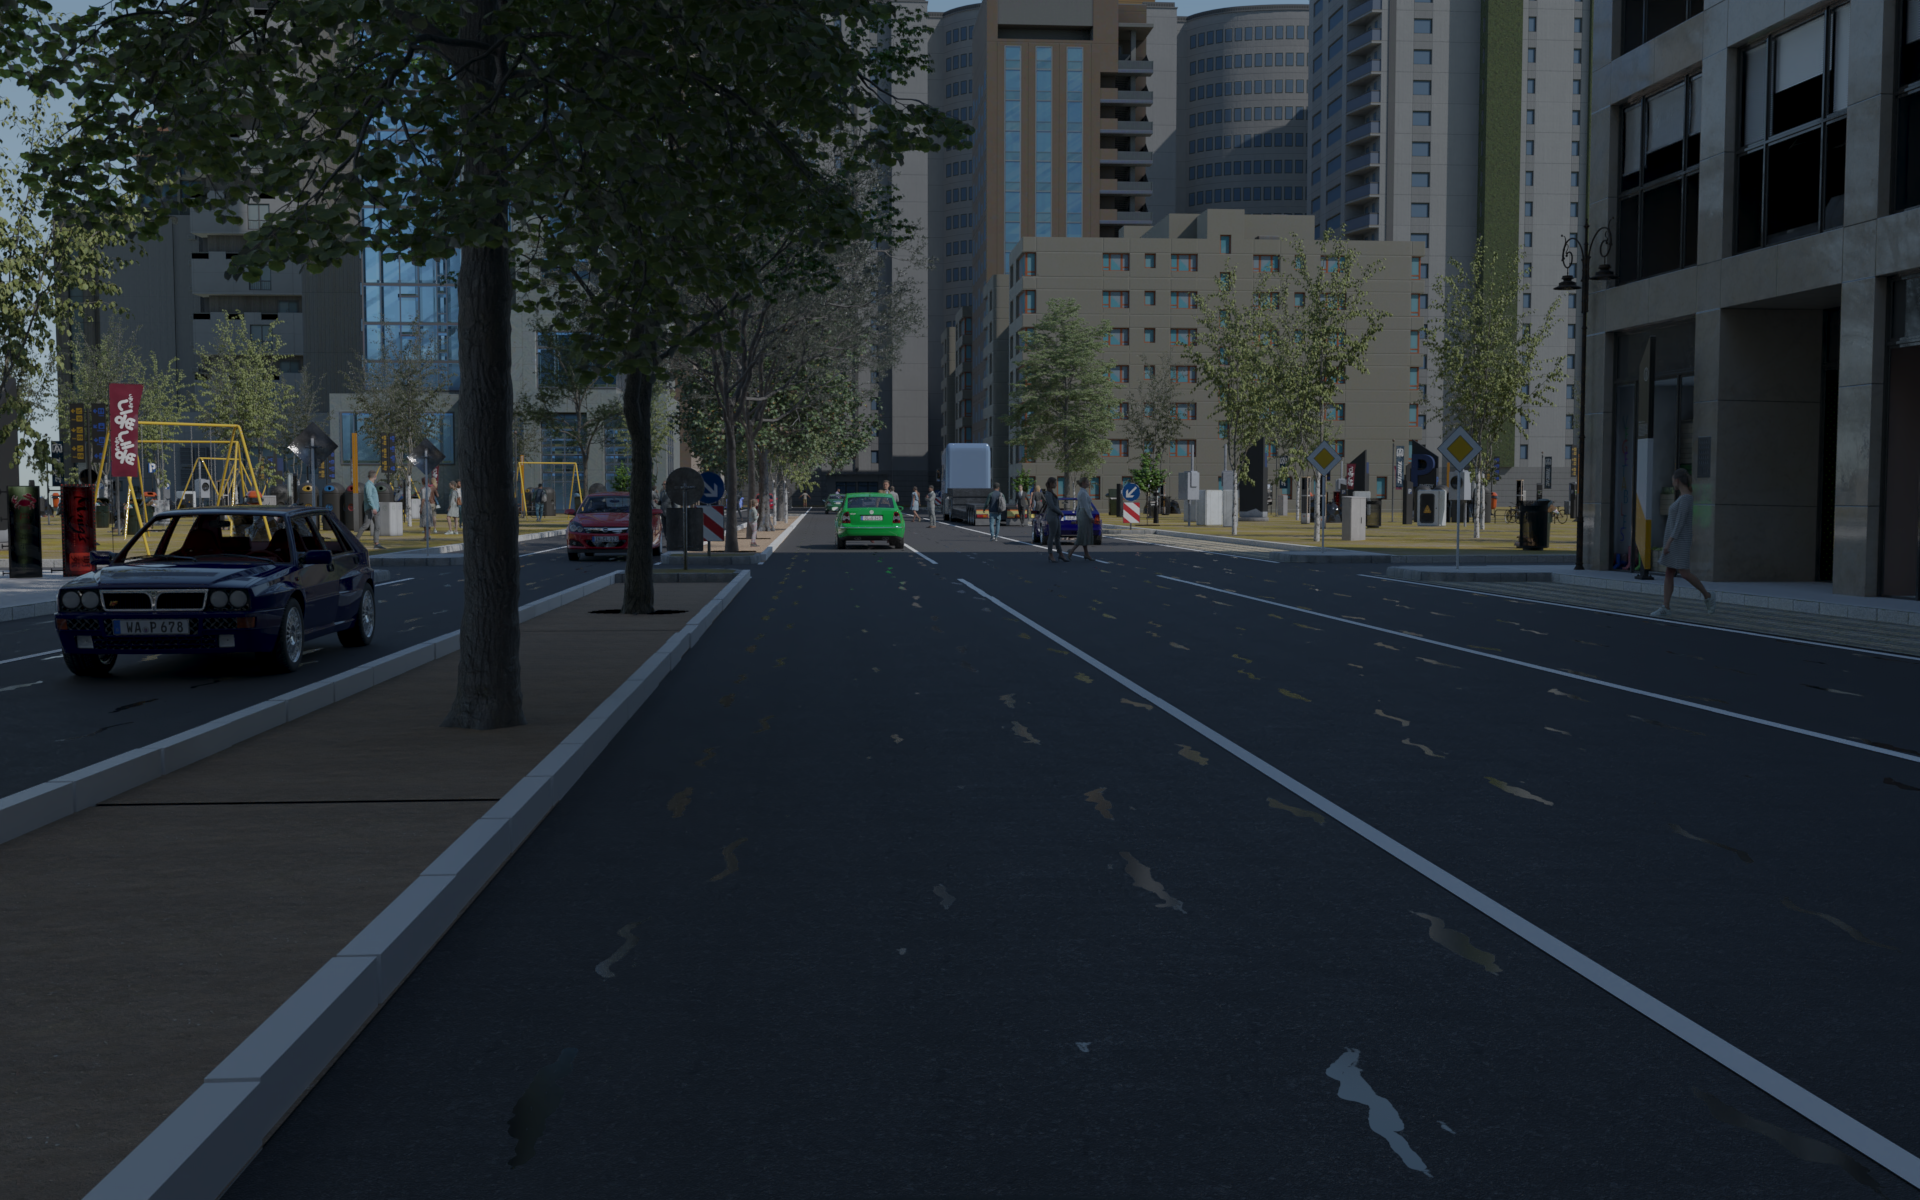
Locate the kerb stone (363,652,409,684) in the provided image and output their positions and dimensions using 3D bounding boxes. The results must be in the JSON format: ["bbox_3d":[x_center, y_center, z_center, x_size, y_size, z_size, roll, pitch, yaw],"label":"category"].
[{"bbox_3d":[-4.455,0.540,13.362,0.120,0.150,1.000,0,4,-4],"label":"kerb stone"}]

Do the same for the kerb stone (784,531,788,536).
[{"bbox_3d":[-5.706,-2.060,55.947,0.120,0.150,1.000,0,4,-4],"label":"kerb stone"}]

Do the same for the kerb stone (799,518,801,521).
[{"bbox_3d":[-7.964,-3.815,84.572,0.120,0.150,1.000,0,4,-4],"label":"kerb stone"}]

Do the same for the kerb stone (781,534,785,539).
[{"bbox_3d":[-5.388,-1.813,51.851,0.120,0.150,1.000,0,4,-4],"label":"kerb stone"}]

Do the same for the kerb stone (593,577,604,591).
[{"bbox_3d":[-5.426,-0.208,25.639,0.120,0.150,1.000,0,4,-4],"label":"kerb stone"}]

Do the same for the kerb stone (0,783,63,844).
[{"bbox_3d":[-3.973,0.918,7.217,0.120,0.150,1.000,0,4,-4],"label":"kerb stone"}]

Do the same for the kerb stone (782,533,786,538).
[{"bbox_3d":[-5.466,-1.876,52.874,0.120,0.150,1.000,0,4,-4],"label":"kerb stone"}]

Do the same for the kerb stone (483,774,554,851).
[{"bbox_3d":[-1.876,0.907,7.362,0.120,0.150,1.000,0,4,-4],"label":"kerb stone"}]

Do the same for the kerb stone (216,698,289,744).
[{"bbox_3d":[-4.221,0.734,10.289,0.120,0.150,1.000,0,4,-4],"label":"kerb stone"}]

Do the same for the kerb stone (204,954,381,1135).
[{"bbox_3d":[-1.638,1.094,4.305,0.120,0.150,1.000,0,4,-4],"label":"kerb stone"}]

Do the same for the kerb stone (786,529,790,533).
[{"bbox_3d":[-5.943,-2.252,59.008,0.120,0.150,1.000,0,4,-4],"label":"kerb stone"}]

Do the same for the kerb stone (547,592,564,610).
[{"bbox_3d":[-5.100,0.039,21.551,0.120,0.150,1.000,0,4,-4],"label":"kerb stone"}]

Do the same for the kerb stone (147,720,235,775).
[{"bbox_3d":[-4.128,0.795,9.266,0.120,0.150,1.000,0,4,-4],"label":"kerb stone"}]

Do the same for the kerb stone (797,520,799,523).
[{"bbox_3d":[-7.483,-3.440,78.441,0.120,0.150,1.000,0,4,-4],"label":"kerb stone"}]

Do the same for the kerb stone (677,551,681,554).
[{"bbox_3d":[-6.514,-1.054,39.433,0.120,0.150,1.000,0,4,-4],"label":"kerb stone"}]

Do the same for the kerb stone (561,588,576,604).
[{"bbox_3d":[-5.176,-0.023,22.570,0.120,0.150,1.000,0,4,-4],"label":"kerb stone"}]

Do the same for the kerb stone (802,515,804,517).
[{"bbox_3d":[-8.851,-4.502,95.809,0.120,0.150,1.000,0,4,-4],"label":"kerb stone"}]

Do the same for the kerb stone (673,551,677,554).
[{"bbox_3d":[-6.432,-0.992,38.410,0.120,0.150,1.000,0,4,-4],"label":"kerb stone"}]

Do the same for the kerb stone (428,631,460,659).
[{"bbox_3d":[-4.615,0.415,15.416,0.120,0.150,1.000,0,4,-4],"label":"kerb stone"}]

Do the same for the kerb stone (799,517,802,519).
[{"bbox_3d":[-8.212,-4.002,87.645,0.120,0.150,1.000,0,4,-4],"label":"kerb stone"}]

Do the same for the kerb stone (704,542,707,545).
[{"bbox_3d":[-7.478,-1.804,51.685,0.120,0.150,1.000,0,4,-4],"label":"kerb stone"}]

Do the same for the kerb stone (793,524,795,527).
[{"bbox_3d":[-6.676,-2.812,68.203,0.120,0.150,1.000,0,4,-4],"label":"kerb stone"}]

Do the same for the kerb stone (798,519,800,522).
[{"bbox_3d":[-7.643,-3.565,80.487,0.120,0.150,1.000,0,4,-4],"label":"kerb stone"}]

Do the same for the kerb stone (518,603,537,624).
[{"bbox_3d":[-4.937,0.168,19.506,0.120,0.150,1.000,0,4,-4],"label":"kerb stone"}]

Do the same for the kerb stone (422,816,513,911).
[{"bbox_3d":[-1.800,0.970,6.343,0.120,0.150,1.000,0,4,-4],"label":"kerb stone"}]

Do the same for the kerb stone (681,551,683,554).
[{"bbox_3d":[-6.597,-1.117,40.459,0.120,0.150,1.000,0,4,-4],"label":"kerb stone"}]

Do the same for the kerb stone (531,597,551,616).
[{"bbox_3d":[-5.020,0.103,20.532,0.120,0.150,1.000,0,4,-4],"label":"kerb stone"}]

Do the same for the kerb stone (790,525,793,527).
[{"bbox_3d":[-6.429,-2.626,65.136,0.120,0.150,1.000,0,4,-4],"label":"kerb stone"}]

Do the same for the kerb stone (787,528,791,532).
[{"bbox_3d":[-6.031,-2.314,60.027,0.120,0.150,1.000,0,4,-4],"label":"kerb stone"}]

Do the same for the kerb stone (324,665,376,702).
[{"bbox_3d":[-4.372,0.605,12.335,0.120,0.150,1.000,0,4,-4],"label":"kerb stone"}]

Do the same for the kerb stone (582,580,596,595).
[{"bbox_3d":[-5.340,-0.148,24.620,0.120,0.150,1.000,0,4,-4],"label":"kerb stone"}]

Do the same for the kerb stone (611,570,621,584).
[{"bbox_3d":[-5.580,-0.335,27.677,0.120,0.150,1.000,0,4,-4],"label":"kerb stone"}]

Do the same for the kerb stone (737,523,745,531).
[{"bbox_3d":[-9.007,-2.991,71.102,0.120,0.150,1.000,0,4,-4],"label":"kerb stone"}]

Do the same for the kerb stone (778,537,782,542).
[{"bbox_3d":[-5.152,-1.620,48.793,0.120,0.150,1.000,0,4,-4],"label":"kerb stone"}]

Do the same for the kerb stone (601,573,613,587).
[{"bbox_3d":[-5.510,-0.273,26.658,0.120,0.150,1.000,0,4,-4],"label":"kerb stone"}]

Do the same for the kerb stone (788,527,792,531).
[{"bbox_3d":[-6.187,-2.436,62.066,0.120,0.150,1.000,0,4,-4],"label":"kerb stone"}]

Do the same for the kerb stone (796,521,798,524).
[{"bbox_3d":[-7.242,-3.252,75.366,0.120,0.150,1.000,0,4,-4],"label":"kerb stone"}]

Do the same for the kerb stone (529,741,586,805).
[{"bbox_3d":[-1.954,0.844,8.390,0.120,0.150,1.000,0,4,-4],"label":"kerb stone"}]

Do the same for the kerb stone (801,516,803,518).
[{"bbox_3d":[-8.527,-4.253,91.730,0.120,0.150,1.000,0,4,-4],"label":"kerb stone"}]

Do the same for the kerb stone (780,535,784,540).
[{"bbox_3d":[-5.302,-1.751,50.832,0.120,0.150,1.000,0,4,-4],"label":"kerb stone"}]

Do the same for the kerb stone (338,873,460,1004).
[{"bbox_3d":[-1.714,1.032,5.324,0.120,0.150,1.000,0,4,-4],"label":"kerb stone"}]

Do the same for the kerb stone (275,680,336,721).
[{"bbox_3d":[-4.295,0.668,11.314,0.120,0.150,1.000,0,4,-4],"label":"kerb stone"}]

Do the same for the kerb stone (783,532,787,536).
[{"bbox_3d":[-5.548,-1.939,53.893,0.120,0.150,1.000,0,4,-4],"label":"kerb stone"}]

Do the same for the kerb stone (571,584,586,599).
[{"bbox_3d":[-5.263,-0.085,23.592,0.120,0.150,1.000,0,4,-4],"label":"kerb stone"}]

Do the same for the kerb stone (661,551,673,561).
[{"bbox_3d":[-6.355,-0.922,37.391,0.120,0.150,1.000,0,4,-4],"label":"kerb stone"}]

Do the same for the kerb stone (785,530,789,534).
[{"bbox_3d":[-5.791,-2.125,56.966,0.120,0.150,1.000,0,4,-4],"label":"kerb stone"}]

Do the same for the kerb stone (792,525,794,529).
[{"bbox_3d":[-6.512,-2.688,66.155,0.120,0.150,1.000,0,4,-4],"label":"kerb stone"}]

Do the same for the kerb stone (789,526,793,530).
[{"bbox_3d":[-6.353,-2.560,64.112,0.120,0.150,1.000,0,4,-4],"label":"kerb stone"}]

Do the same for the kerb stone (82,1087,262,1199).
[{"bbox_3d":[-1.547,1.157,3.283,0.120,0.150,1.000,0,4,-4],"label":"kerb stone"}]

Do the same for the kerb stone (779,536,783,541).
[{"bbox_3d":[-5.226,-1.684,49.812,0.120,0.150,1.000,0,4,-4],"label":"kerb stone"}]

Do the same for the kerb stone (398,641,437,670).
[{"bbox_3d":[-4.541,0.479,14.389,0.120,0.150,1.000,0,4,-4],"label":"kerb stone"}]

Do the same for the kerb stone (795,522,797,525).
[{"bbox_3d":[-7.083,-3.127,73.316,0.120,0.150,1.000,0,4,-4],"label":"kerb stone"}]

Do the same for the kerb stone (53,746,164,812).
[{"bbox_3d":[-4.051,0.854,8.236,0.120,0.150,1.000,0,4,-4],"label":"kerb stone"}]

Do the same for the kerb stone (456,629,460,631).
[{"bbox_3d":[-4.698,0.356,16.443,0.120,0.150,1.000,0,4,-4],"label":"kerb stone"}]
